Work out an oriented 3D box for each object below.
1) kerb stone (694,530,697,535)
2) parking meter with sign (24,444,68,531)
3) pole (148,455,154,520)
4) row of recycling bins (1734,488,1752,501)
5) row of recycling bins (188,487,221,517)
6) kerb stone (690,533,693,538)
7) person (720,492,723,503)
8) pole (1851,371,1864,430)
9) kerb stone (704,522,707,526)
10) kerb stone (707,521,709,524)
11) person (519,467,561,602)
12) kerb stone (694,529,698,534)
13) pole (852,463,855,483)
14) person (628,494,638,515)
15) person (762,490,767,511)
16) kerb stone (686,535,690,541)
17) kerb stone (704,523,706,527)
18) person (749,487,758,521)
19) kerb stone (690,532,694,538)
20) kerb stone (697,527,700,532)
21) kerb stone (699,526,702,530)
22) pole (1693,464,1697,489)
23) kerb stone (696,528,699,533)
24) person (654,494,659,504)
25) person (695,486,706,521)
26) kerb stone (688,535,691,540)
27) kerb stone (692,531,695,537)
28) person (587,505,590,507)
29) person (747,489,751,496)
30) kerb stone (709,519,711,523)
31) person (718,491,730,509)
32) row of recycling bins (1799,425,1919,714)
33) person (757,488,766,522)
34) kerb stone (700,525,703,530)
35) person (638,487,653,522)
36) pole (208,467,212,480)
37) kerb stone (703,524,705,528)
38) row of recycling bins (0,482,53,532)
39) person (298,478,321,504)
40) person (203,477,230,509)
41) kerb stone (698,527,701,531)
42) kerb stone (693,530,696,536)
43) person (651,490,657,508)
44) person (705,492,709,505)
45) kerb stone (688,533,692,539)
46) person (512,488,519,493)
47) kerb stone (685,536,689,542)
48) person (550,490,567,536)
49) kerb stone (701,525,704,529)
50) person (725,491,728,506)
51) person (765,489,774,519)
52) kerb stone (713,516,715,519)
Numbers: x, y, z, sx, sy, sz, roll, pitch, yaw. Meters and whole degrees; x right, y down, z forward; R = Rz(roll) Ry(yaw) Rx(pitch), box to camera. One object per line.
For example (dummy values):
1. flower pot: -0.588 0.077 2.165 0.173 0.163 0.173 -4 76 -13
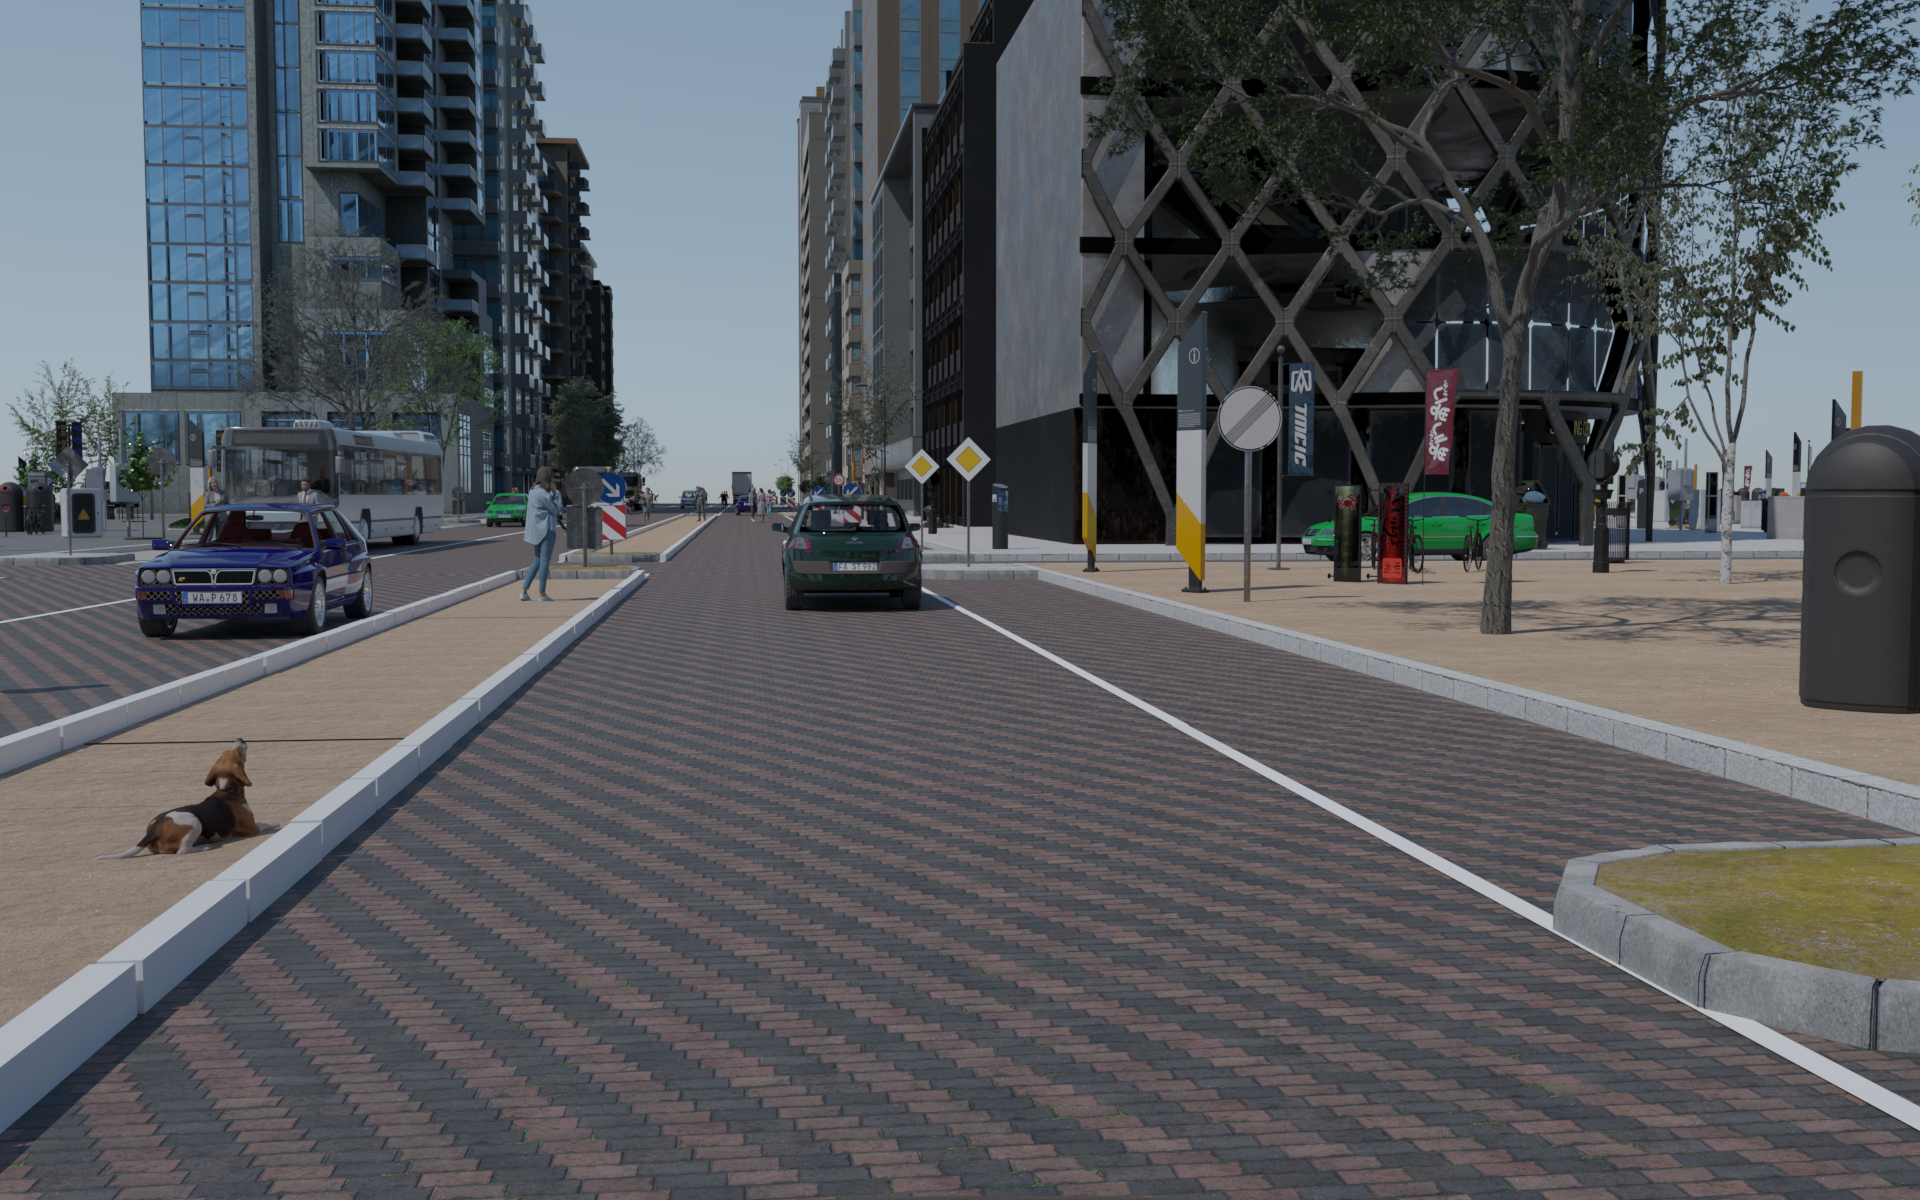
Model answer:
1. kerb stone: -8.919 -2.170 57.672 0.120 0.150 1.000 0 4 -7
2. parking meter with sign: -32.111 -3.929 60.504 1.738 3.016 0.543 0 4 7
3. pole: -40.102 -5.628 85.853 0.158 3.312 0.155 0 3 0
4. row of recycling bins: 51.346 -6.440 112.411 3.534 1.692 1.069 2 4 35
5. row of recycling bins: -41.814 -5.470 96.547 3.534 1.692 1.069 3 4 37
6. kerb stone: -8.414 -1.921 53.611 0.120 0.150 1.000 0 4 -7
7. person: -36.882 -15.910 268.656 1.348 1.821 0.705 3 5 41
8. pole: 14.879 -2.138 28.799 0.158 3.312 0.155 0 3 0
9. kerb stone: -10.700 -3.041 71.919 0.120 0.150 1.000 0 4 -7
10. kerb stone: -11.208 -3.288 75.986 0.120 0.150 1.000 0 4 -7
11. person: -5.579 -0.869 22.969 0.793 1.790 0.793 1 4 20
12. kerb stone: -9.049 -2.229 58.695 0.120 0.150 1.000 0 4 -7
13. pole: -6.869 -7.228 112.028 0.158 3.312 0.155 0 3 0
14. person: -22.614 -6.599 119.632 0.697 1.427 0.421 -1 4 -15
15. person: -16.236 -8.255 143.914 0.683 1.767 0.568 -2 4 -31
16. kerb stone: -8.038 -1.735 50.556 0.120 0.150 1.000 0 4 -7
17. kerb stone: -10.578 -2.979 70.899 0.120 0.150 1.000 0 4 -7
18. person: -10.746 -5.016 90.690 0.709 1.800 0.728 -2 4 -29
19. kerb stone: -8.547 -1.980 54.625 0.120 0.150 1.000 0 4 -7
20. kerb stone: -9.440 -2.419 61.746 0.120 0.150 1.000 0 4 -7
21. kerb stone: -9.683 -2.543 63.781 0.120 0.150 1.000 0 4 -7
22. pole: 50.286 -7.622 118.466 0.158 3.312 0.155 0 3 0
23. kerb stone: -9.173 -2.294 59.709 0.120 0.150 1.000 0 4 -7
24. person: -42.637 -14.174 243.437 0.799 1.438 0.628 -1 4 -9
25. person: -13.521 -5.010 90.217 0.655 1.846 0.447 1 4 20
26. kerb stone: -8.162 -1.788 51.571 0.120 0.150 1.000 0 4 -7
27. kerb stone: -8.665 -2.046 55.641 0.120 0.150 1.000 0 4 -7
28. person: -15.707 -3.926 72.706 0.654 1.822 0.581 0 4 -7
29. person: -16.534 -7.814 136.123 0.709 1.838 0.599 -3 4 -36
30. kerb stone: -11.849 -3.602 81.094 0.120 0.150 1.000 0 4 -7
31. person: -22.499 -9.528 165.102 1.217 1.723 0.721 1 4 10
32. row of recycling bins: 6.148 -0.131 9.249 1.069 1.692 3.534 -2 4 -29
33. person: -10.095 -4.821 87.889 0.480 1.755 0.524 -2 4 -32
34. kerb stone: -9.941 -2.666 65.813 0.120 0.150 1.000 0 4 -7
35. person: -15.984 -4.842 88.029 0.716 1.782 0.532 0 4 -6
36. pole: -38.779 -5.856 89.589 0.158 3.312 0.155 0 3 0
37. kerb stone: -10.326 -2.852 68.866 0.120 0.150 1.000 0 4 -7
38. row of recycling bins: -32.575 -3.140 58.448 3.534 1.692 1.069 -1 4 -16
39. person: -14.268 -1.785 37.953 0.678 1.792 0.850 1 4 13
40. person: -15.943 -1.743 37.180 0.537 1.800 0.526 -2 4 -24
41. kerb stone: -9.559 -2.481 62.765 0.120 0.150 1.000 0 4 -7
42. kerb stone: -8.792 -2.108 56.655 0.120 0.150 1.000 0 4 -7
43. person: -32.385 -10.600 181.890 1.350 1.814 0.705 -1 4 -14
44. person: -34.789 -13.945 237.188 1.217 1.739 0.721 2 4 33
45. kerb stone: -8.293 -1.859 52.584 0.120 0.150 1.000 0 4 -7
46. person: -26.945 -5.906 105.038 0.573 1.828 0.580 0 4 8
47. kerb stone: -7.908 -1.672 49.538 0.120 0.150 1.000 0 4 -7
48. person: -13.868 -3.129 59.501 0.661 1.843 0.795 3 5 44
49. kerb stone: -10.065 -2.730 66.827 0.120 0.150 1.000 0 4 -7
50. person: -28.130 -12.226 208.332 0.705 1.831 1.348 -3 4 -36
51. person: -11.210 -5.641 101.574 0.563 1.720 0.643 2 4 24
52. kerb stone: -13.250 -4.285 92.265 0.120 0.150 1.000 0 4 -7
